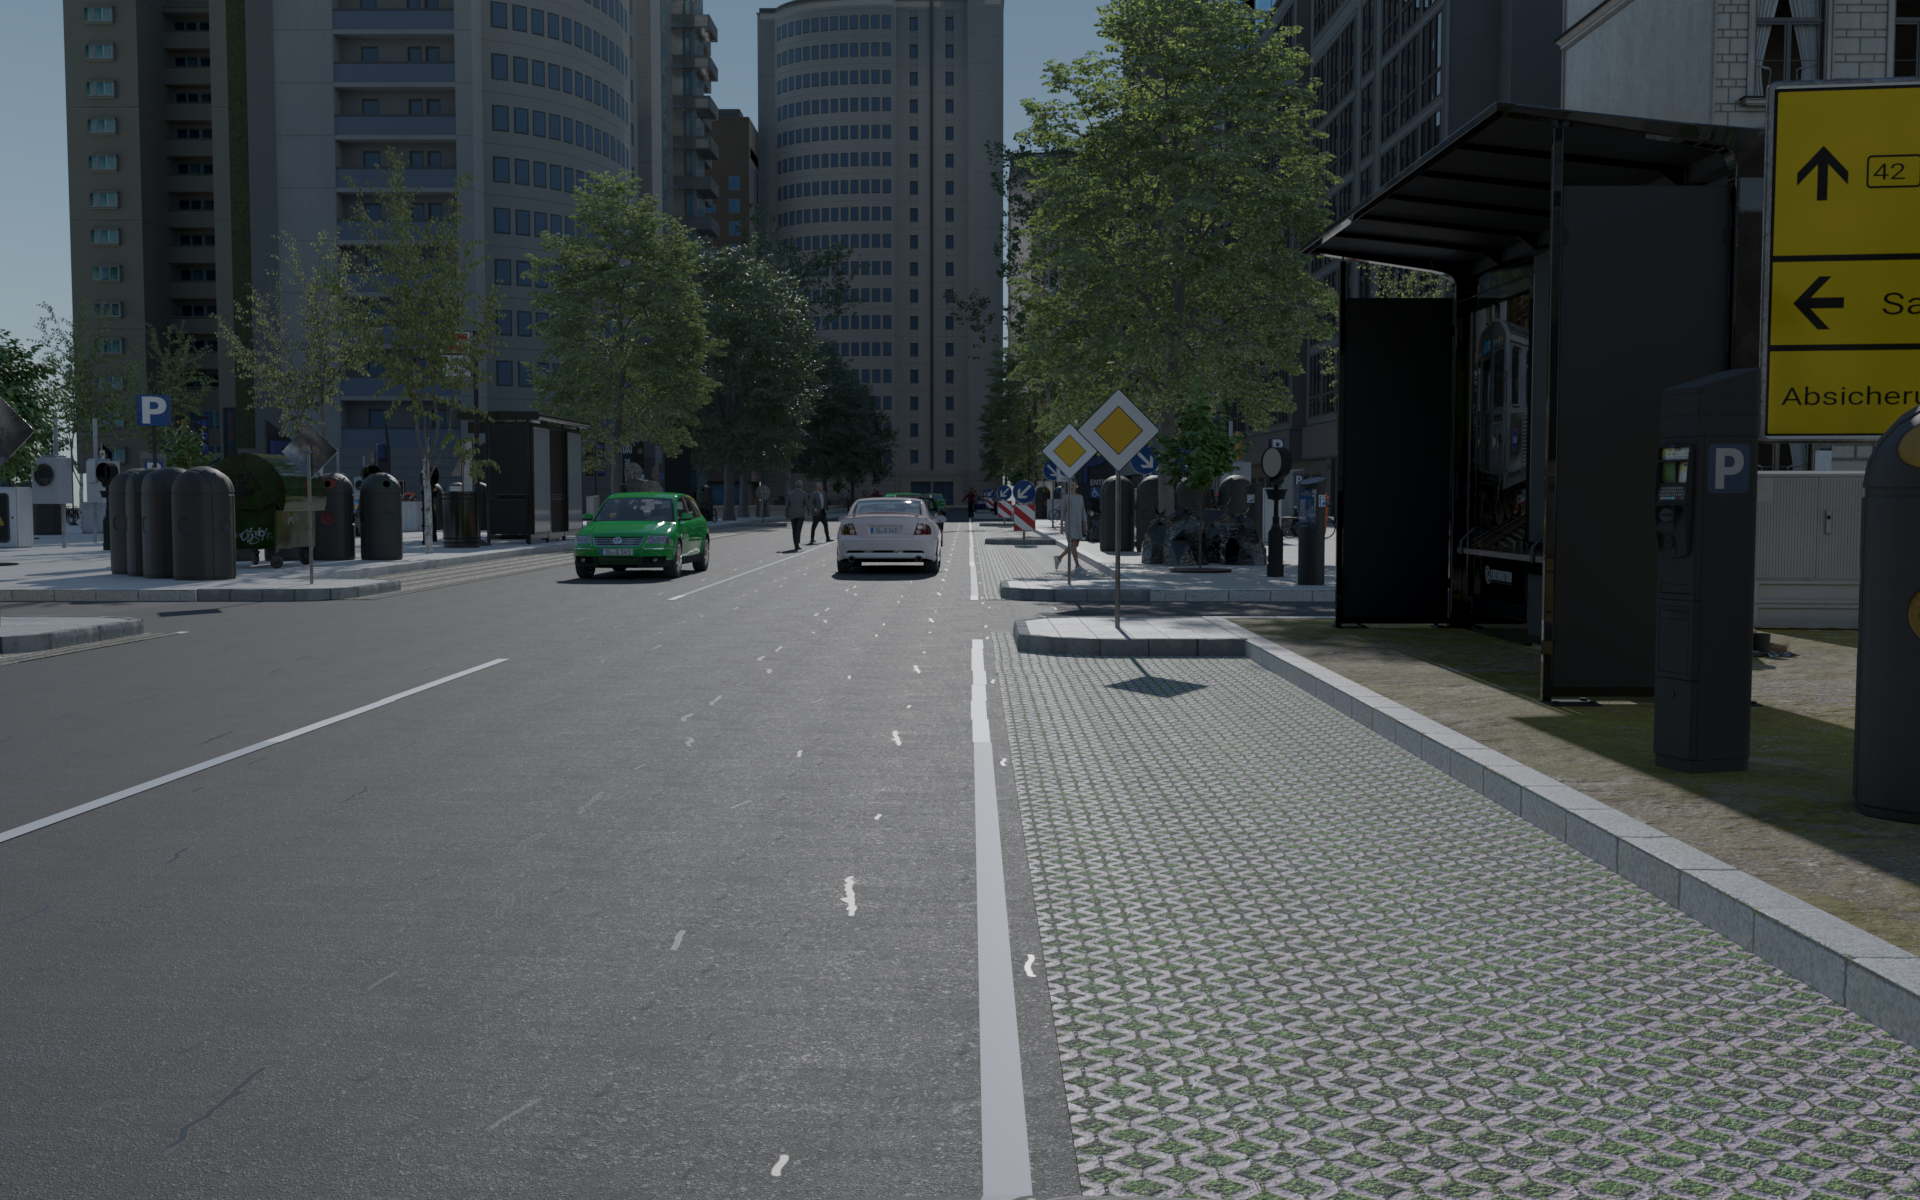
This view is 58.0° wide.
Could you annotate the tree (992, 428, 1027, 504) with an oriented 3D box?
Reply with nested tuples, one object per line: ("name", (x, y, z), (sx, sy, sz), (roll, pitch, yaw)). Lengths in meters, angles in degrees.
("tree", (5.193, -13.270, 167.331), (4.360, 8.622, 3.978), (0, 3, 0))

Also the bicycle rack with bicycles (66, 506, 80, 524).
("bicycle rack with bicycles", (-38.553, -3.763, 74.906), (2.852, 0.926, 2.925), (1, 4, 21))

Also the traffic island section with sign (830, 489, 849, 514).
("traffic island section with sign", (-8.425, -7.207, 126.459), (1.989, 1.847, 2.006), (0, 4, 0))

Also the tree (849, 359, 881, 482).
("tree", (-10.826, -14.190, 138.666), (9.857, 13.997, 8.962), (0, 3, 0))

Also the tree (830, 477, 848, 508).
("tree", (-11.201, -10.211, 161.543), (1.663, 3.219, 1.824), (0, 3, 0))

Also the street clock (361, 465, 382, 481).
("street clock", (-14.594, -2.350, 42.998), (0.471, 2.002, 0.358), (-3, 4, -36))

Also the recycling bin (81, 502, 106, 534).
("recycling bin", (-28.184, -2.686, 56.469), (0.722, 1.027, 0.722), (-1, 4, -17))

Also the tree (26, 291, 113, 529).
("tree", (-32.241, -6.929, 63.644), (4.737, 8.622, 4.395), (0, 3, 0))

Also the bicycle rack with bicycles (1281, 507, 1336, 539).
("bicycle rack with bicycles", (9.458, -2.256, 50.270), (2.925, 0.926, 2.852), (2, 4, 24))

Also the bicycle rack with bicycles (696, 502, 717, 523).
("bicycle rack with bicycles", (-11.847, -3.864, 76.561), (2.852, 0.926, 2.925), (3, 5, 39))

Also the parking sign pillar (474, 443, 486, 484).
("parking sign pillar", (-19.372, -5.077, 71.484), (1.447, 3.967, 1.447), (-1, 4, -10))

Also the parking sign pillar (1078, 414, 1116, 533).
("parking sign pillar", (4.597, -4.239, 57.775), (1.447, 3.967, 1.447), (2, 4, 30))

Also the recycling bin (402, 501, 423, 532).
("recycling bin", (-18.695, -2.851, 59.166), (0.722, 1.027, 0.722), (1, 4, 16))

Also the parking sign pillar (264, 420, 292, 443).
("parking sign pillar", (-24.740, -4.587, 63.466), (1.447, 3.967, 1.447), (2, 4, 35))

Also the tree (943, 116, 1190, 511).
("tree", (5.552, -14.040, 85.439), (12.611, 20.169, 13.585), (0, 3, 0))

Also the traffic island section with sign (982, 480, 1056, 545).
("traffic island section with sign", (1.703, -2.495, 49.426), (1.989, 1.847, 2.006), (0, 4, 0))

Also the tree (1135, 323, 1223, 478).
("tree", (9.371, -7.498, 72.954), (4.360, 8.622, 3.978), (0, 3, 0))

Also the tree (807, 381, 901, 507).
("tree", (-10.648, -15.633, 172.601), (9.611, 12.733, 9.660), (0, 3, 0))

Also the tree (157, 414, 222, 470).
("tree", (-18.599, -2.896, 41.944), (1.663, 3.219, 1.824), (0, 3, 0))

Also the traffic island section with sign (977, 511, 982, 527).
("traffic island section with sign", (1.844, -4.144, 76.381), (1.989, 1.847, 2.006), (0, 4, 0))

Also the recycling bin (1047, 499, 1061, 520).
("recycling bin", (4.829, -4.551, 86.955), (0.722, 1.027, 0.722), (2, 4, 26))

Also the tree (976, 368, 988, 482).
("tree", (4.760, -11.657, 108.723), (7.486, 12.596, 7.792), (0, 3, 0))

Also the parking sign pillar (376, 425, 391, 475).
("parking sign pillar", (-22.194, -4.788, 66.757), (1.447, 3.967, 1.447), (-1, 4, -22))

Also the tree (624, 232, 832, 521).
("tree", (-11.293, -10.816, 83.504), (9.857, 13.997, 8.962), (0, 3, 0))

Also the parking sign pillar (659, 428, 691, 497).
("parking sign pillar", (-11.634, -5.030, 70.718), (1.447, 3.967, 1.447), (-3, 5, -44))

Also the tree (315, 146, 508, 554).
("tree", (-11.413, -5.289, 36.842), (4.737, 8.622, 4.395), (0, 3, 0))

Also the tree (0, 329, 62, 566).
("tree", (-17.642, -2.891, 30.988), (4.285, 4.588, 4.351), (0, 3, 0))

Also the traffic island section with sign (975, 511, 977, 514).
("traffic island section with sign", (2.093, -7.203, 126.397), (1.989, 1.847, 2.006), (0, 4, 0))

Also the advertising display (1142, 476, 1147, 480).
("advertising display", (6.617, -3.305, 59.245), (0.123, 1.923, 0.974), (-3, 5, -43))

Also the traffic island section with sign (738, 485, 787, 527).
("traffic island section with sign", (-8.674, -4.145, 76.405), (1.989, 1.847, 2.006), (0, 4, 0))

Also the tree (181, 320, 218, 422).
("tree", (-33.315, -7.468, 72.465), (4.737, 8.622, 4.395), (0, 3, 0))

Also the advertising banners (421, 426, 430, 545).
("advertising banners", (-13.600, -2.932, 44.118), (0.090, 3.025, 2.074), (-1, 4, -12))

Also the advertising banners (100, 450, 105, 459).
("advertising banners", (-33.596, -4.425, 68.539), (2.074, 3.025, 0.090), (3, 5, 43))

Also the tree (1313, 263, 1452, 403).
("tree", (11.609, -5.831, 45.697), (4.360, 8.622, 3.978), (0, 3, 0))

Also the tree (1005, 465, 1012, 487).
("tree", (5.387, -9.796, 143.884), (4.285, 4.588, 4.351), (0, 3, 0))

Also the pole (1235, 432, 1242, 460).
("pole", (9.076, -3.835, 56.540), (0.158, 3.312, 0.155), (0, 3, 0))

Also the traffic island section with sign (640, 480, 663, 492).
("traffic island section with sign", (-8.820, -2.488, 49.304), (1.989, 1.847, 2.006), (0, 4, 0))

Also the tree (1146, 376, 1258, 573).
("tree", (3.832, -2.072, 28.483), (1.663, 3.219, 1.824), (0, 3, 0))

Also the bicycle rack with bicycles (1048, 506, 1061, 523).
("bicycle rack with bicycles", (5.400, -3.931, 77.648), (2.925, 0.926, 2.852), (-1, 4, -10))

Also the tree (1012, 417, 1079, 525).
("tree", (4.940, -5.418, 72.302), (4.285, 4.588, 4.351), (0, 3, 0))

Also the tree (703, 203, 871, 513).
("tree", (-12.918, -15.884, 115.593), (12.611, 20.169, 13.585), (0, 3, 0))

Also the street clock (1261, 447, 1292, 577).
("street clock", (4.881, -1.356, 26.746), (0.358, 2.002, 0.471), (-2, 4, -32))

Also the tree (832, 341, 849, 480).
("tree", (-12.057, -11.555, 95.574), (9.857, 13.997, 8.962), (0, 3, 0))

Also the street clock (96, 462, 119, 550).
("street clock", (-19.438, -2.138, 39.518), (0.471, 2.002, 0.358), (1, 4, 22))

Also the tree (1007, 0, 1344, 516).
("tree", (4.764, -7.224, 36.239), (7.486, 12.596, 7.792), (0, 3, 0))

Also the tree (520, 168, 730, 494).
("tree", (-11.789, -8.740, 61.033), (7.486, 12.596, 7.792), (0, 3, 0))

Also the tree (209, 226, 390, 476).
("tree", (-17.626, -5.905, 46.904), (4.360, 8.622, 3.978), (0, 3, 0))

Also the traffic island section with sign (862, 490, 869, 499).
("traffic island section with sign", (-8.295, -8.862, 153.527), (1.989, 1.847, 2.006), (0, 4, 0))
